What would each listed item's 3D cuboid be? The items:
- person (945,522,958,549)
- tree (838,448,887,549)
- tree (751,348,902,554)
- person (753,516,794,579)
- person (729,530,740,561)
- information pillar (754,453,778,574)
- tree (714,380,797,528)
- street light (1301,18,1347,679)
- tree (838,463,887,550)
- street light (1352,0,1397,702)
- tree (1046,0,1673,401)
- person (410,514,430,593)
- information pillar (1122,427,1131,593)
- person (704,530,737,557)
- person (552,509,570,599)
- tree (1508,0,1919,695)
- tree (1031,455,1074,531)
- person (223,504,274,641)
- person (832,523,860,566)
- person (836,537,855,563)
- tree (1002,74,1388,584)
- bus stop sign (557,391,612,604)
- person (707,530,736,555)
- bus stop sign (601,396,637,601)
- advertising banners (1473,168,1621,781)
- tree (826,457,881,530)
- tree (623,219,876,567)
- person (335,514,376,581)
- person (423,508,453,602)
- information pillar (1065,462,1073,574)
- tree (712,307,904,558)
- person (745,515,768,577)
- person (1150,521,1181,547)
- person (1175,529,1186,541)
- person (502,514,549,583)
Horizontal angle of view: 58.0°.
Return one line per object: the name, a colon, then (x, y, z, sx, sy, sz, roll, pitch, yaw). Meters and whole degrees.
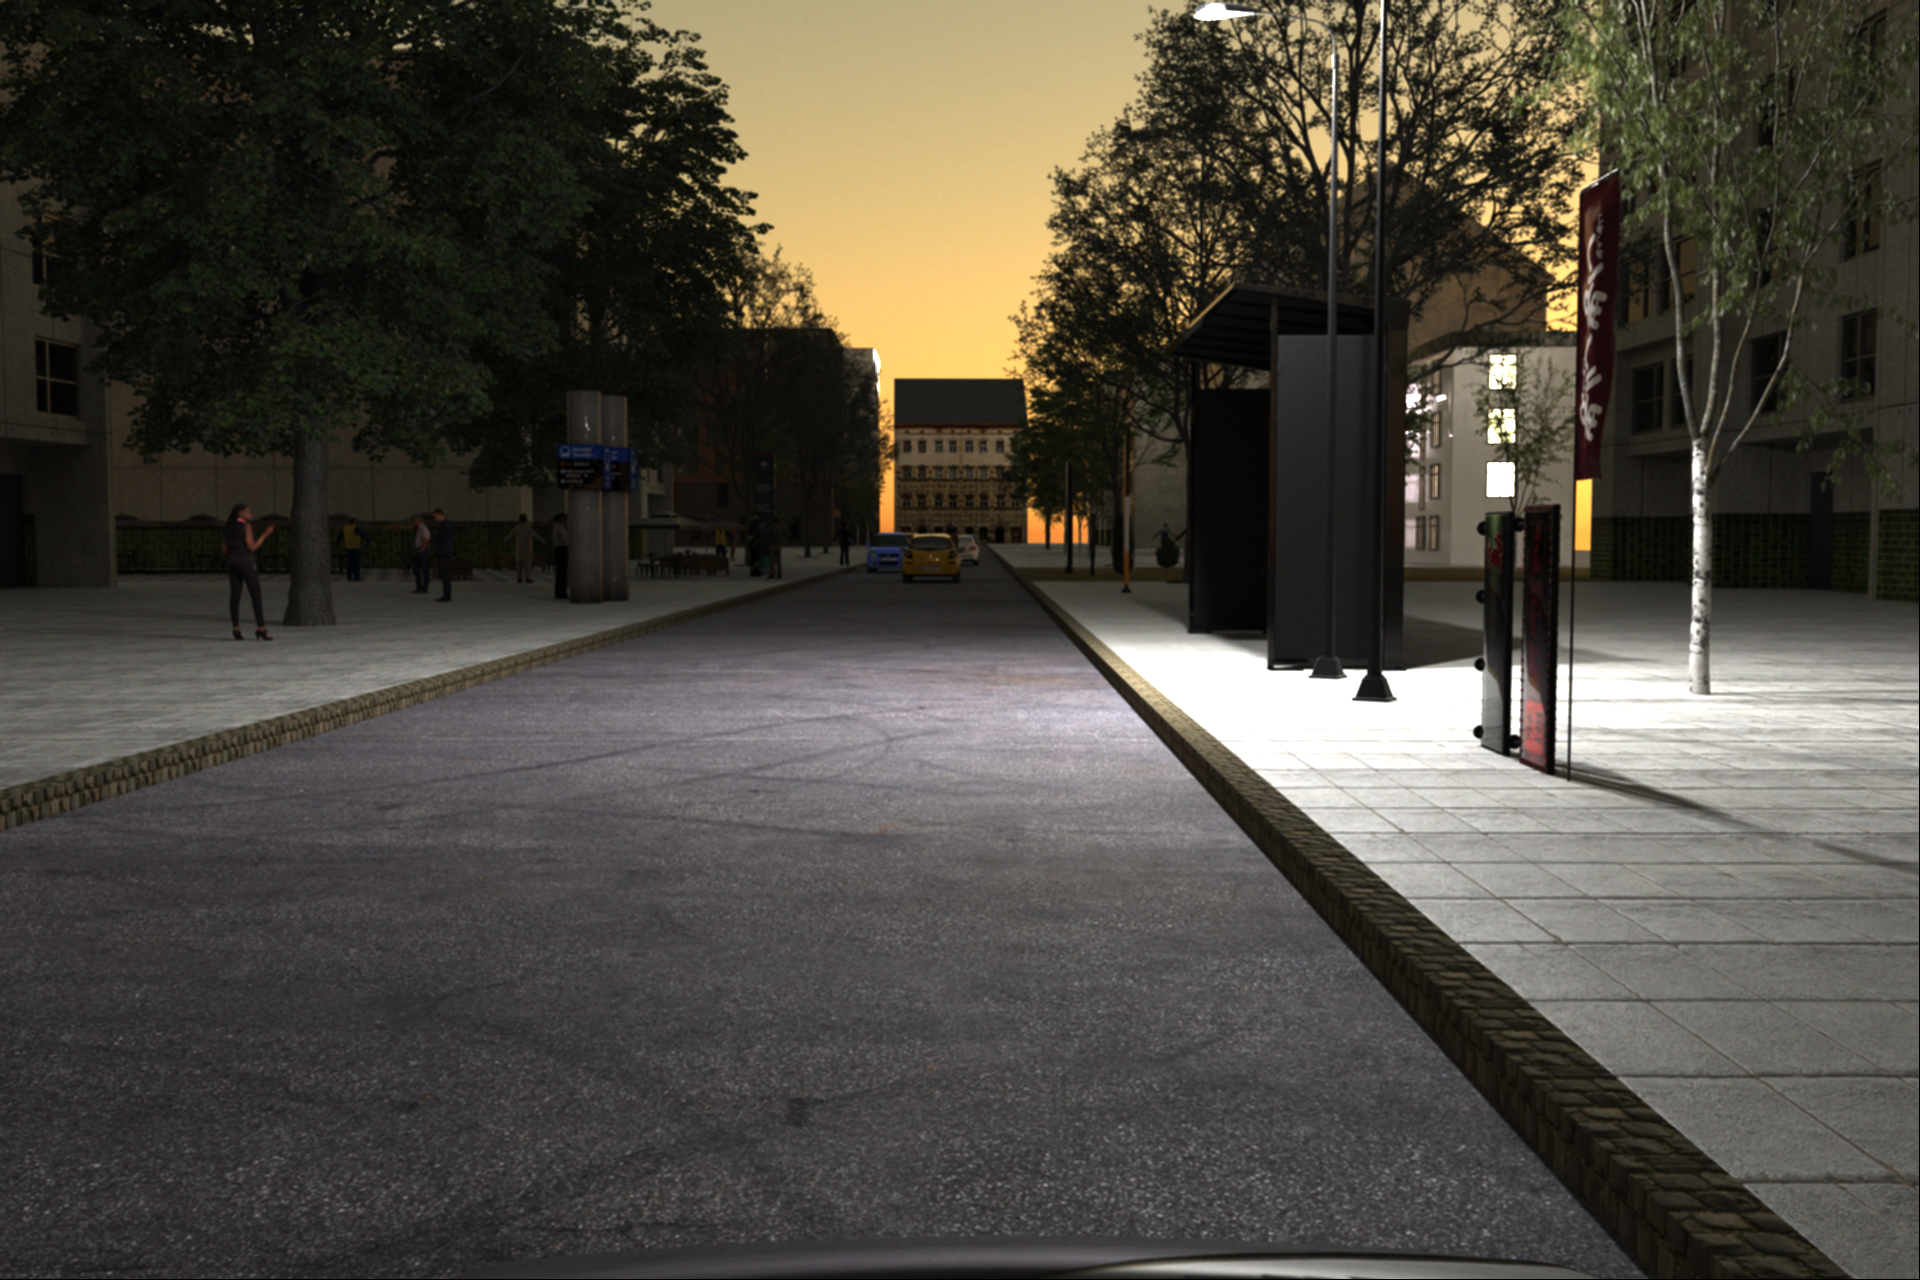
person: (-0.374, -3.330, 62.670, 0.705, 1.858, 1.354, -2, 4, -29)
tree: (-7.898, -11.895, 144.839, 4.737, 8.622, 4.395, 0, 3, 0)
tree: (-8.862, -12.345, 112.212, 12.009, 13.543, 11.850, 0, 3, 0)
person: (-5.329, -2.666, 49.864, 1.348, 1.796, 0.705, -2, 4, -35)
person: (-10.844, -4.675, 83.233, 0.721, 1.733, 1.217, -2, 4, -27)
information pillar: (-6.217, -4.033, 55.323, 0.750, 3.857, 0.750, 0, 4, 0)
tree: (-9.021, -7.815, 78.130, 4.737, 8.622, 4.395, 0, 3, 0)
street light: (3.825, -2.613, 15.269, 1.470, 5.913, 1.316, 0, 4, 1)
tree: (-8.247, -11.444, 137.479, 4.360, 8.622, 3.978, 0, 3, 0)
street light: (3.742, -2.486, 13.192, 1.470, 5.913, 1.316, 0, 4, 0)
tree: (6.602, -7.281, 29.406, 12.009, 13.543, 11.850, 0, 3, 0)
person: (-11.700, -1.866, 37.495, 0.436, 1.711, 0.756, -1, 4, -17)
information pillar: (3.659, -2.856, 38.055, 0.183, 3.616, 0.504, 0, 3, 0)
person: (-8.771, -3.482, 63.389, 1.216, 1.772, 0.721, 0, 4, -2)
person: (-7.859, -1.711, 34.440, 0.721, 1.778, 1.216, -2, 4, -30)
tree: (5.919, -3.884, 13.871, 4.360, 8.622, 3.978, 0, 3, 0)
tree: (7.655, -10.521, 122.384, 4.360, 8.622, 3.978, 0, 3, 0)
person: (-8.575, -0.819, 20.908, 0.593, 1.643, 0.415, -1, 4, -19)
person: (-4.642, -3.879, 70.136, 1.216, 1.740, 0.721, 1, 4, 20)
person: (-5.137, -4.176, 77.549, 0.991, 1.433, 0.599, 2, 4, 26)
tree: (6.121, -8.236, 45.030, 12.009, 13.543, 11.850, 0, 3, 0)
bus stop sign: (-6.948, -2.636, 32.107, 0.837, 3.901, 0.837, 0, 4, 0)
person: (-10.553, -4.303, 76.533, 1.347, 1.806, 0.705, -1, 4, -21)
bus stop sign: (-6.688, -2.706, 33.267, 0.837, 3.901, 0.837, 0, 3, 0)
advertising banners: (3.155, -0.808, 9.406, 0.090, 3.025, 2.074, 0, 4, 0)
tree: (-8.471, -10.690, 125.142, 4.360, 8.622, 3.978, 0, 3, 0)
tree: (-8.541, -9.675, 68.560, 12.009, 13.543, 11.850, 0, 3, 0)
person: (-16.471, -2.512, 47.048, 1.349, 1.833, 0.705, 1, 4, 22)
person: (-9.932, -1.619, 32.957, 0.568, 1.767, 0.683, -2, 4, -29)
information pillar: (3.577, -4.005, 56.789, 0.184, 3.620, 1.656, 0, 4, 1)
tree: (-8.319, -11.244, 94.210, 12.009, 13.543, 11.850, 0, 3, 0)
person: (-6.153, -2.836, 52.141, 0.705, 1.856, 1.354, 1, 4, 16)
person: (8.932, -4.243, 75.230, 1.347, 1.847, 0.705, 1, 4, 14)
person: (9.256, -3.891, 69.808, 1.347, 1.806, 0.705, -1, 4, -15)
person: (-11.488, -2.420, 45.647, 1.344, 1.819, 0.704, 1, 4, 14)
